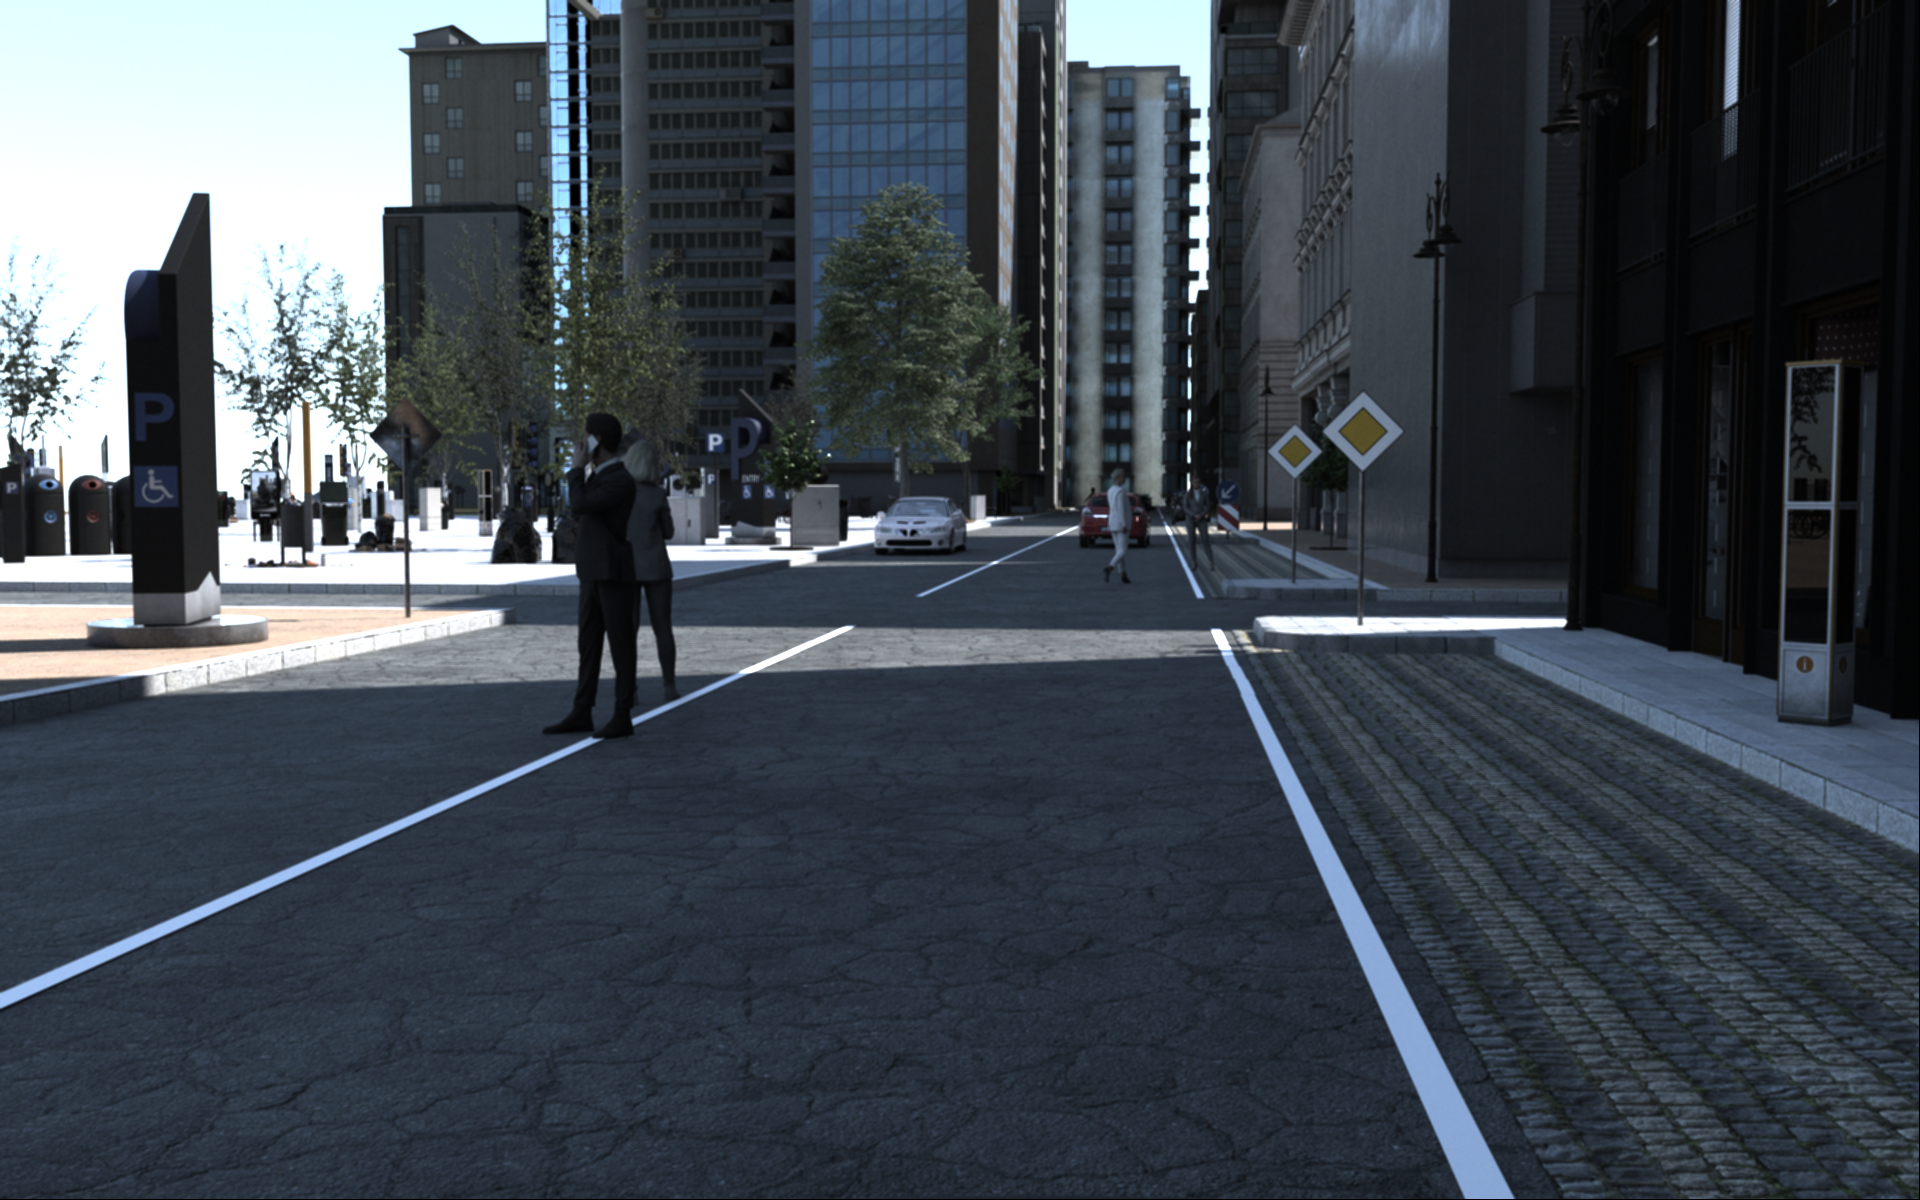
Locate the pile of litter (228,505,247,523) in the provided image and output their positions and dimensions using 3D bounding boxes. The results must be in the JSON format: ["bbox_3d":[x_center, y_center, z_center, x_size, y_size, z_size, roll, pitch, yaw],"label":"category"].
[{"bbox_3d":[-32.522,-3.841,76.767,1.719,0.858,1.176,-1,4,-17],"label":"pile of litter"}]

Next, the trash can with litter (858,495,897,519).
[{"bbox_3d":[-3.944,-4.842,90.216,2.233,1.210,1.678,0,4,5],"label":"trash can with litter"}]

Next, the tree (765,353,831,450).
[{"bbox_3d":[-8.439,-8.546,90.095,4.360,8.622,3.978,0,3,0],"label":"tree"}]

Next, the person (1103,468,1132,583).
[{"bbox_3d":[2.498,-1.179,27.661,0.818,1.842,0.514,-3,5,-43],"label":"person"}]

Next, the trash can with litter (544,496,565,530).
[{"bbox_3d":[-14.479,-3.131,62.242,1.678,1.210,2.233,0,4,-5],"label":"trash can with litter"}]

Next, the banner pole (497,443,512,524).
[{"bbox_3d":[-19.677,-5.190,74.875,0.863,3.779,0.401,2,4,26],"label":"banner pole"}]

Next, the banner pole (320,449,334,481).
[{"bbox_3d":[-34.973,-6.455,95.558,0.863,3.779,0.401,-2,4,-25],"label":"banner pole"}]

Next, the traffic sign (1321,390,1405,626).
[{"bbox_3d":[3.904,-0.807,16.844,0.795,2.450,0.064,0,4,6],"label":"traffic sign"}]

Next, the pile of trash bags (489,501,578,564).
[{"bbox_3d":[-7.149,-1.390,32.477,3.447,1.369,1.912,0,4,8],"label":"pile of trash bags"}]

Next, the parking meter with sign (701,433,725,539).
[{"bbox_3d":[-7.229,-3.300,50.208,0.543,3.016,1.738,-1,4,-17],"label":"parking meter with sign"}]

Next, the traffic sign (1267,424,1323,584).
[{"bbox_3d":[4.780,-1.293,24.781,0.795,2.450,0.064,0,4,6],"label":"traffic sign"}]

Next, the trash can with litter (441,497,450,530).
[{"bbox_3d":[-18.835,-3.105,62.162,1.055,1.170,0.624,1,4,20],"label":"trash can with litter"}]

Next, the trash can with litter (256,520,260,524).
[{"bbox_3d":[-29.451,-3.804,73.578,1.055,1.170,0.624,-3,5,-44],"label":"trash can with litter"}]

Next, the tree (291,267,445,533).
[{"bbox_3d":[-19.514,-6.459,55.959,4.737,8.622,4.395,0,3,0],"label":"tree"}]

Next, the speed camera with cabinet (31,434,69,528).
[{"bbox_3d":[-29.790,-3.879,57.765,2.038,3.252,0.660,-2,4,-34],"label":"speed camera with cabinet"}]

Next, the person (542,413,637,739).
[{"bbox_3d":[-2.153,-0.143,10.197,0.474,1.900,0.648,-2,4,-32],"label":"person"}]

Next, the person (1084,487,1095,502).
[{"bbox_3d":[8.053,-5.919,105.246,0.705,1.831,1.348,3,5,45],"label":"person"}]

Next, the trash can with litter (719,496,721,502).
[{"bbox_3d":[-12.920,-4.768,89.015,2.233,1.210,1.678,-3,5,-42],"label":"trash can with litter"}]

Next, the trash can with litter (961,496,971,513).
[{"bbox_3d":[0.607,-5.276,97.648,1.055,1.170,0.624,0,4,-1],"label":"trash can with litter"}]

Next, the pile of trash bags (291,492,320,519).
[{"bbox_3d":[-33.618,-4.841,88.900,1.912,1.369,3.447,1,4,9],"label":"pile of trash bags"}]

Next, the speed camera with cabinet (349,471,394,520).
[{"bbox_3d":[-29.498,-5.659,86.853,2.038,3.252,0.660,0,4,2],"label":"speed camera with cabinet"}]

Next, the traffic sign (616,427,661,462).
[{"bbox_3d":[-4.853,-1.359,25.861,0.795,2.450,0.064,0,4,6],"label":"traffic sign"}]

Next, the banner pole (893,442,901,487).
[{"bbox_3d":[-2.441,-4.962,71.151,0.863,3.779,0.401,3,4,38],"label":"banner pole"}]

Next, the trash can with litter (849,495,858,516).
[{"bbox_3d":[-6.391,-5.430,99.839,2.233,1.210,1.678,0,4,-1],"label":"trash can with litter"}]

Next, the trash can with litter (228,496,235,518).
[{"bbox_3d":[-38.428,-4.854,90.744,0.624,1.170,1.055,2,4,24],"label":"trash can with litter"}]

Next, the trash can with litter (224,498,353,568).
[{"bbox_3d":[-12.062,-1.206,30.771,2.233,1.210,1.678,2,4,25],"label":"trash can with litter"}]

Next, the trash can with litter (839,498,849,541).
[{"bbox_3d":[-3.389,-2.193,47.241,0.624,1.170,1.055,-1,4,-16],"label":"trash can with litter"}]

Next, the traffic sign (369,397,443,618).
[{"bbox_3d":[-5.730,-0.874,17.924,0.795,2.450,0.064,0,4,6],"label":"traffic sign"}]

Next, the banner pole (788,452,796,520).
[{"bbox_3d":[-8.125,-5.842,85.535,0.863,3.779,0.401,-3,4,-36],"label":"banner pole"}]

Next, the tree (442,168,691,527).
[{"bbox_3d":[-8.536,-5.489,40.102,4.737,8.622,4.395,0,3,0],"label":"tree"}]

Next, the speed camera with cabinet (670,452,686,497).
[{"bbox_3d":[-13.956,-5.325,81.407,2.038,3.252,0.660,-1,4,-17],"label":"speed camera with cabinet"}]

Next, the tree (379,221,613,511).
[{"bbox_3d":[-12.371,-5.866,46.267,4.360,8.622,3.978,0,3,0],"label":"tree"}]

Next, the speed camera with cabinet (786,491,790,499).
[{"bbox_3d":[-7.337,-5.456,83.548,2.038,3.252,0.660,-1,4,-19],"label":"speed camera with cabinet"}]

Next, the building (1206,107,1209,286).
[{"bbox_3d":[42.329,-34.939,190.861,30.456,49.044,23.786,0,4,6],"label":"building"}]

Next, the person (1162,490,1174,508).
[{"bbox_3d":[20.718,-9.982,171.723,1.348,1.823,0.705,1,4,20],"label":"person"}]

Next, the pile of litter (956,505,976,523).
[{"bbox_3d":[0.109,-3.827,76.529,1.176,0.858,1.719,0,4,7],"label":"pile of litter"}]

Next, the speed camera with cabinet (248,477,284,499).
[{"bbox_3d":[-37.766,-6.118,94.372,0.660,3.252,2.038,2,4,30],"label":"speed camera with cabinet"}]

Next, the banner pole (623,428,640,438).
[{"bbox_3d":[-11.850,-4.459,62.920,0.863,3.779,0.401,1,4,10],"label":"banner pole"}]

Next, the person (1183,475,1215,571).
[{"bbox_3d":[4.467,-1.443,32.363,0.520,1.790,0.573,-1,4,-13],"label":"person"}]

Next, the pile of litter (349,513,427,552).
[{"bbox_3d":[-12.857,-1.532,39.010,1.719,0.858,1.176,-1,4,-16],"label":"pile of litter"}]

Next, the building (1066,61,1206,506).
[{"bbox_3d":[11.449,-35.170,194.634,30.456,49.044,23.786,0,4,6],"label":"building"}]

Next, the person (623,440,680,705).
[{"bbox_3d":[-2.235,-0.202,11.984,0.537,1.800,0.526,0,4,4],"label":"person"}]

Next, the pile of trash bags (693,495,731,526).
[{"bbox_3d":[-10.869,-3.758,71.202,3.447,1.369,1.912,0,4,6],"label":"pile of trash bags"}]
